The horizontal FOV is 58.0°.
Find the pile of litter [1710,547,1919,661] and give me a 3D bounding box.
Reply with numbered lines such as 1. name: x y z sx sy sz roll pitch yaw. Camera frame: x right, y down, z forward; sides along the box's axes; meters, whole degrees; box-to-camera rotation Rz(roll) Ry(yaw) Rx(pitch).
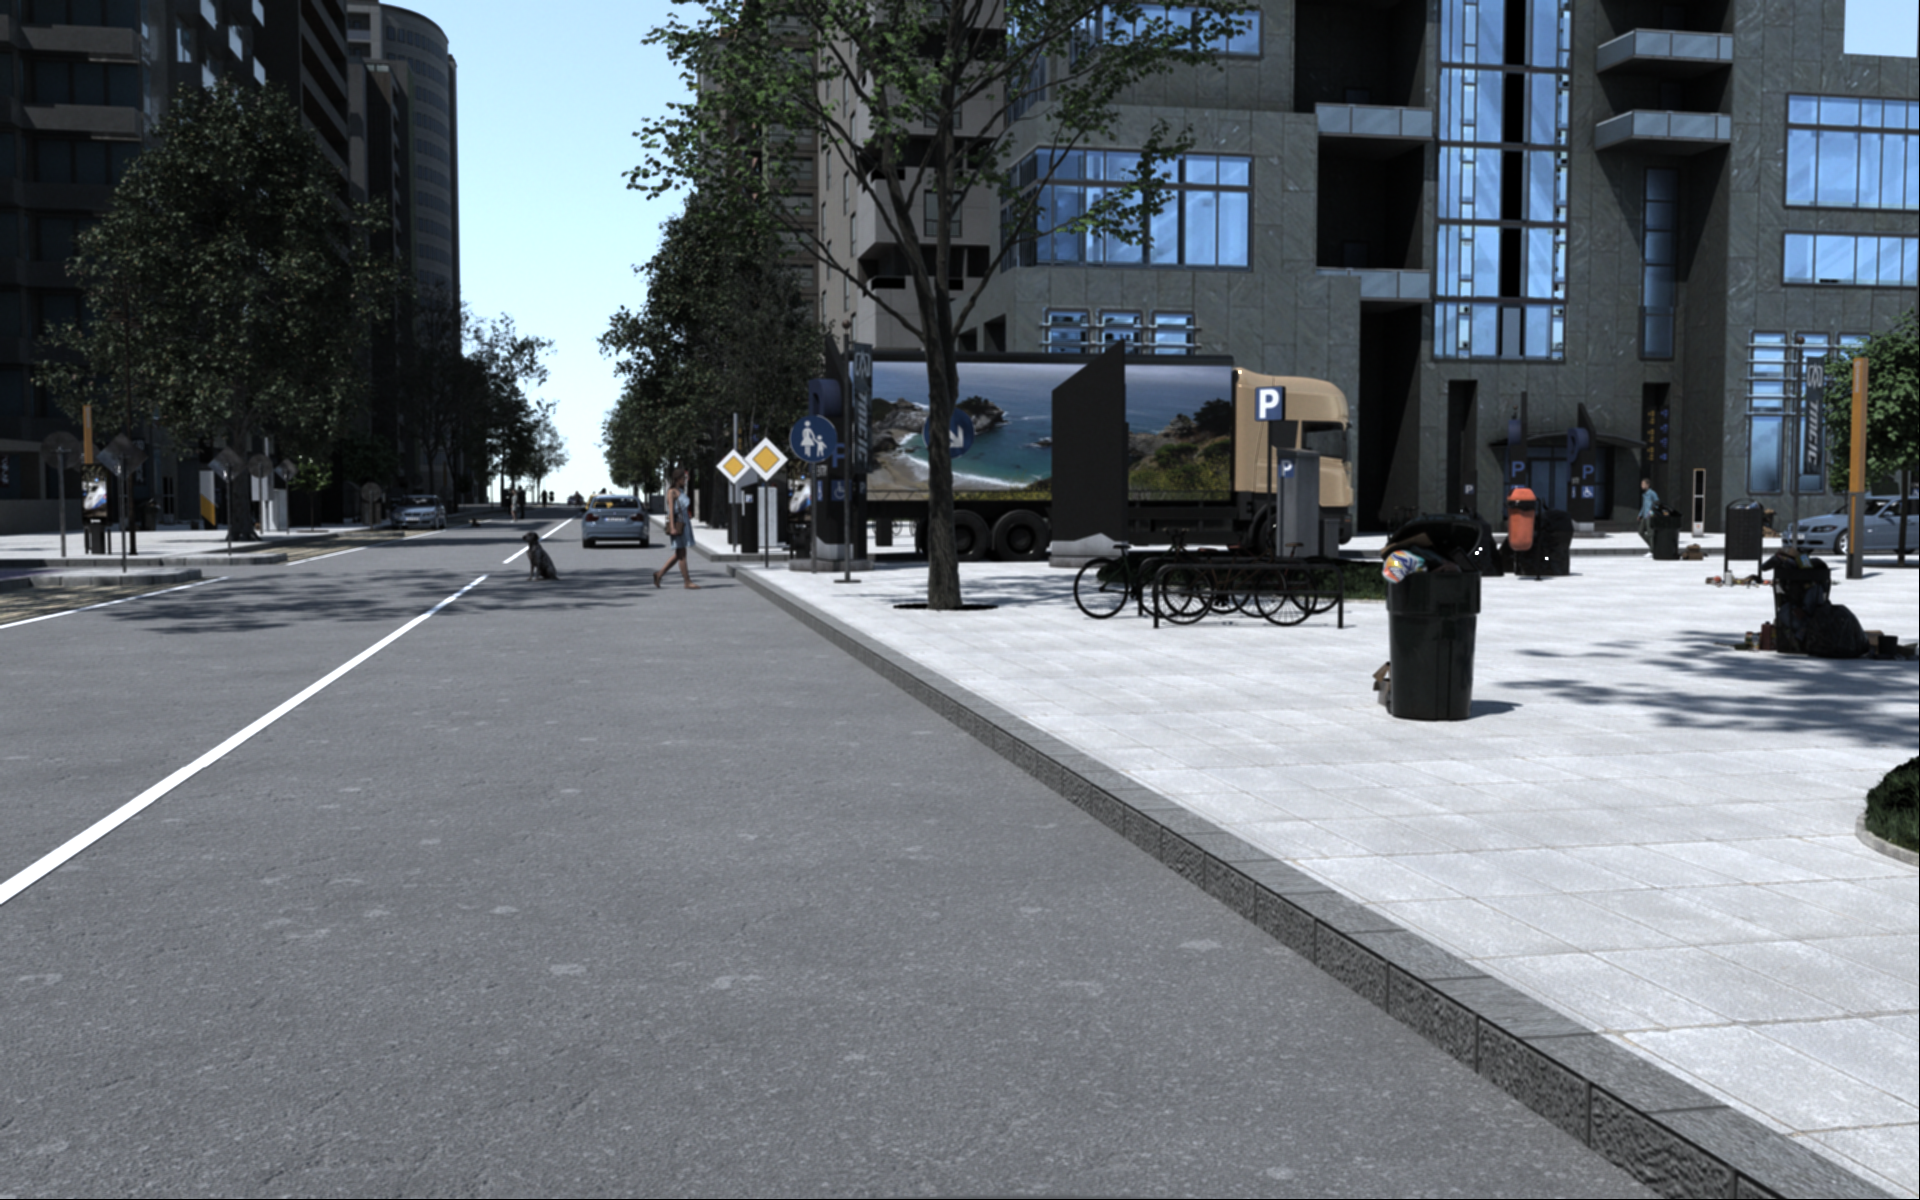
1. pile of litter: 6.979 -0.008 14.092 1.176 0.858 1.719 -1 4 -10

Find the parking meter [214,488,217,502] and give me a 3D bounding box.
1. parking meter: -31.931 -4.037 74.415 0.372 1.533 0.369 0 3 0

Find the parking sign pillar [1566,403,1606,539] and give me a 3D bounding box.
1. parking sign pillar: 18.129 -3.796 50.540 1.447 3.967 1.447 0 4 3

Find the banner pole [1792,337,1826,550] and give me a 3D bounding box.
1. banner pole: 13.566 -2.308 27.756 0.863 3.779 0.401 -2 4 -29

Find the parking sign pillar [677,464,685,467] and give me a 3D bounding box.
1. parking sign pillar: -17.447 -7.388 109.259 1.447 3.967 1.447 -2 4 -29

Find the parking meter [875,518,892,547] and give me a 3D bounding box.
1. parking meter: -1.875 -2.244 42.408 0.399 1.863 0.255 -2 4 -33

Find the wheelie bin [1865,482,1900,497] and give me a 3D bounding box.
1. wheelie bin: 24.076 -2.282 45.220 0.980 1.594 0.693 1 4 16

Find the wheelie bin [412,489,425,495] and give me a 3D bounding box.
1. wheelie bin: -33.763 -6.118 107.937 0.980 1.594 0.693 0 4 5

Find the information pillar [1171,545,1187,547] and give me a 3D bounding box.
1. information pillar: 5.268 -3.104 42.109 0.504 3.616 0.183 2 4 30

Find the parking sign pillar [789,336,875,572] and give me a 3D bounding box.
1. parking sign pillar: -2.161 -2.483 29.065 1.447 3.967 1.447 -1 4 -18

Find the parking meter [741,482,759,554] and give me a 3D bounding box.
1. parking meter: -4.543 -1.773 37.403 0.372 1.533 0.369 0 3 0

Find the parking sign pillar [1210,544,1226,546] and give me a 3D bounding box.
1. parking sign pillar: 6.946 -3.347 43.193 1.447 3.967 1.447 2 4 29

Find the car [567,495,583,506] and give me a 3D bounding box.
1. car: -47.339 -12.251 212.880 1.945 1.354 3.894 -1 4 -11

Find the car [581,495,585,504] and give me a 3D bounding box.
1. car: -54.104 -14.219 245.065 1.945 1.354 3.894 -1 4 -12

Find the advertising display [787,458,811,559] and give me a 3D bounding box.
1. advertising display: -2.809 -1.573 30.938 0.123 1.923 0.974 -2 4 -34

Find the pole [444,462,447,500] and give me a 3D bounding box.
1. pole: -32.262 -7.016 108.562 0.158 3.312 0.155 0 3 0

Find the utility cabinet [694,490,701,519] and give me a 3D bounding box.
1. utility cabinet: -12.947 -4.802 87.192 0.318 1.500 1.173 1 4 20

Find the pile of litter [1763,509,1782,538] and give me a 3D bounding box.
1. pile of litter: 23.777 -2.291 51.428 1.176 0.858 1.719 -1 4 -9

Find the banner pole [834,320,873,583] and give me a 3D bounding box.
1. banner pole: -1.506 -2.153 25.217 0.401 3.779 0.863 2 4 33

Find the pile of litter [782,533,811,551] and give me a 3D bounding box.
1. pile of litter: -3.417 -1.548 39.276 1.176 0.858 1.719 -1 4 -15

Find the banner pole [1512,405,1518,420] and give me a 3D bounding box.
1. banner pole: 15.541 -3.588 48.673 0.401 3.779 0.863 2 4 26

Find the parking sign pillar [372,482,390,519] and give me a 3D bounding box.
1. parking sign pillar: -30.237 -6.228 90.308 1.447 3.967 1.447 0 4 5

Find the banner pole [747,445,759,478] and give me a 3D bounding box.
1. banner pole: -9.383 -5.395 78.227 0.863 3.779 0.401 2 4 24

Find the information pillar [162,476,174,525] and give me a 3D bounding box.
1. information pillar: -32.655 -4.095 71.440 0.304 2.012 0.304 1 4 11

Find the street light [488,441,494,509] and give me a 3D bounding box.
1. street light: -40.022 -10.714 147.956 0.468 5.910 1.993 -1 4 -11

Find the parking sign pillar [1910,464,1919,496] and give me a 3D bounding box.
1. parking sign pillar: 40.880 -5.232 74.018 1.447 3.967 1.447 2 4 29

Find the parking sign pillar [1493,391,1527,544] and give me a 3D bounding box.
1. parking sign pillar: 14.473 -3.454 44.941 1.447 3.967 1.447 1 4 17

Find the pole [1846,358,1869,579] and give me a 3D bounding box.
1. pole: 13.482 -1.968 26.016 0.158 3.312 0.155 0 3 0

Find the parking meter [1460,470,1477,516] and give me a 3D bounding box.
1. parking meter: 12.219 -2.198 41.652 0.399 1.863 0.255 1 4 16

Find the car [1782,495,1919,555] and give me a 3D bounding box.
1. car: 21.488 -1.737 40.408 4.499 1.417 2.014 -1 4 -11

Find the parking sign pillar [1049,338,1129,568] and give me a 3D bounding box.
1. parking sign pillar: 2.289 -2.569 30.468 1.447 3.967 1.447 1 4 22

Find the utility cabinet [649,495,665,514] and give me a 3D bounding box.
1. utility cabinet: -19.264 -6.050 110.083 0.306 1.237 1.020 3 5 43

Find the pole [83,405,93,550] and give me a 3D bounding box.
1. pole: -20.006 -2.810 39.795 0.158 3.312 0.155 0 3 0

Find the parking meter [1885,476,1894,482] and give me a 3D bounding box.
1. parking meter: 29.071 -2.973 54.325 0.399 1.863 0.255 -3 5 -39

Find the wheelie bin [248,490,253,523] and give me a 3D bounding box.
1. wheelie bin: -30.479 -4.019 73.611 0.980 1.594 0.693 3 4 37

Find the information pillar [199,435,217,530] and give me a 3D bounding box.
1. information pillar: -26.577 -4.270 61.164 0.504 3.616 0.183 0 4 -1

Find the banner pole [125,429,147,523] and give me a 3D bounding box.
1. banner pole: -31.924 -4.710 67.023 0.863 3.779 0.401 -2 4 -27

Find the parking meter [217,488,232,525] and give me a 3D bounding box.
1. parking meter: -30.542 -3.896 72.117 0.372 1.533 0.369 0 3 0

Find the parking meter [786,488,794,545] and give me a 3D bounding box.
1. parking meter: -4.206 -2.155 43.639 0.372 1.533 0.369 0 3 0

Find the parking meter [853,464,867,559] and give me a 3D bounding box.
1. parking meter: -1.870 -1.558 31.191 0.255 1.863 0.399 2 4 27

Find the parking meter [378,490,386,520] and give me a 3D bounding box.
1. parking meter: -29.026 -4.805 86.966 0.372 1.533 0.369 0 3 0

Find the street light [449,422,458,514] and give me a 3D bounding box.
1. street light: -32.556 -8.481 111.451 0.468 5.910 1.993 -1 4 -11

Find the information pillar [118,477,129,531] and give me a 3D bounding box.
1. information pillar: -29.041 -3.402 60.120 0.304 2.012 0.304 -2 4 -27

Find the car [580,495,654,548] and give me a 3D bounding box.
1. car: -9.370 -2.157 47.266 2.014 1.417 4.499 -1 4 -10

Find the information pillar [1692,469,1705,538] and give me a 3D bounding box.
1. information pillar: 21.758 -2.847 51.034 0.304 2.012 0.304 1 4 18

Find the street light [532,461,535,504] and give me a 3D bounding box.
1. street light: -56.336 -15.661 228.841 0.468 5.910 1.993 -1 4 -11

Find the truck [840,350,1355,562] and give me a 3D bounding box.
1. truck: 3.085 -2.867 35.796 11.283 4.237 2.839 -1 4 -10

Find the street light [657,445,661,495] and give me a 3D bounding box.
1. street light: -19.772 -8.602 113.433 0.468 5.910 1.993 -1 4 -11

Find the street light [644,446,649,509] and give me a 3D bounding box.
1. street light: -27.142 -10.836 149.957 0.468 5.910 1.993 -1 4 -11

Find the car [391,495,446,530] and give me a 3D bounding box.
1. car: -21.912 -3.559 70.198 2.014 1.417 4.499 -1 4 -10

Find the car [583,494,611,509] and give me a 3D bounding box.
1. car: -19.599 -5.167 94.704 2.015 1.641 3.980 -1 4 -13

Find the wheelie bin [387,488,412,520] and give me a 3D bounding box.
1. wheelie bin: -27.884 -4.765 85.810 0.980 1.594 0.693 0 4 -3

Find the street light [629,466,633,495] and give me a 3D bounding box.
1. street light: -51.147 -18.053 267.952 0.468 5.910 1.993 -1 4 -11

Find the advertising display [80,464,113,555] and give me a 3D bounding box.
1. advertising display: -18.350 -1.934 36.828 0.974 1.923 0.123 2 4 33
